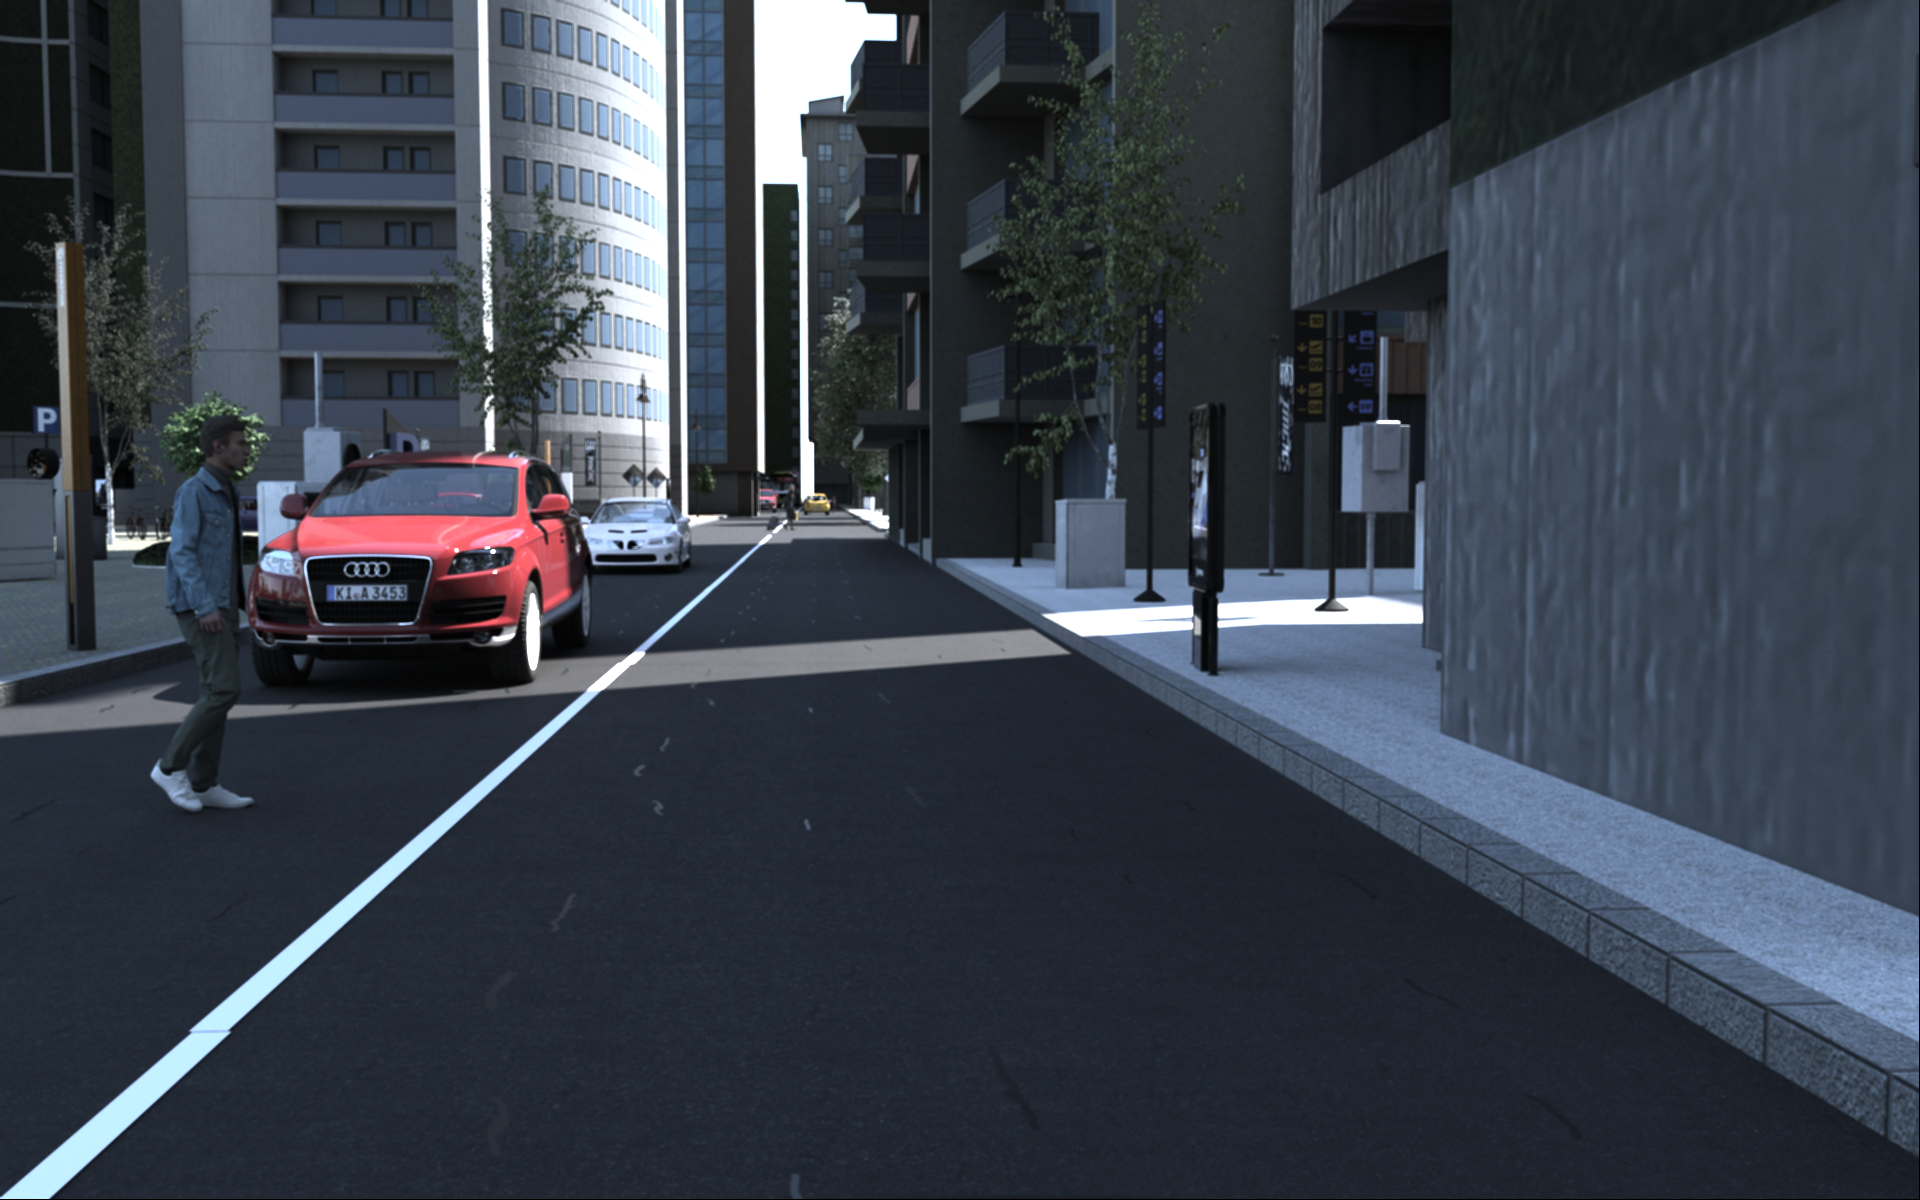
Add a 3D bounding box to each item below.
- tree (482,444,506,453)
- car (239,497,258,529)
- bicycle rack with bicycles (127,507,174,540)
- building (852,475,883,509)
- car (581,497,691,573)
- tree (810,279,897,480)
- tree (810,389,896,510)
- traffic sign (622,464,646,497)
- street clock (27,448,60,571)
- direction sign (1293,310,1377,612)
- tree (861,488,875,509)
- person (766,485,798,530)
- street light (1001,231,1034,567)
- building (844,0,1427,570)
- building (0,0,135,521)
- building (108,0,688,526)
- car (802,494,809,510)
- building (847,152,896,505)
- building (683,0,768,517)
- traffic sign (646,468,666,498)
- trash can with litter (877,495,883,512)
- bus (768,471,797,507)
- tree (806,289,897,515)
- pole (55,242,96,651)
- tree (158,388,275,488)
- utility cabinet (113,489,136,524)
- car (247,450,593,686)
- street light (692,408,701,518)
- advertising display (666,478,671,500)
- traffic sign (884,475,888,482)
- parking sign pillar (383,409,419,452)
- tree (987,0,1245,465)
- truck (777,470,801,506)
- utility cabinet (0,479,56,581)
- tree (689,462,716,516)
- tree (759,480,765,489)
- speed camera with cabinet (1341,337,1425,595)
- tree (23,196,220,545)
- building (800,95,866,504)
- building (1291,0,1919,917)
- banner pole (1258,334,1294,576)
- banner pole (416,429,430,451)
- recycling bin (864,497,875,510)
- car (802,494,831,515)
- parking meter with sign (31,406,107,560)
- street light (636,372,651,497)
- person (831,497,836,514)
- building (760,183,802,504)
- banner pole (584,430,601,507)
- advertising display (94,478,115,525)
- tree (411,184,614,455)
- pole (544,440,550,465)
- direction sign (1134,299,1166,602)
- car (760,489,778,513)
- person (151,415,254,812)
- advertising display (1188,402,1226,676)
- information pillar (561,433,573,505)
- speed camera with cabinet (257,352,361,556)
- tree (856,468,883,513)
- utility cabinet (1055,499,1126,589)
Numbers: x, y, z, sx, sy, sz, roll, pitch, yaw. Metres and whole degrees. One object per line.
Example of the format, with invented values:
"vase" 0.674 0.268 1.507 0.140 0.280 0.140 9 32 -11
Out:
"tree" -17.936 -4.398 66.507 1.663 3.219 1.824 0 3 0
"car" -24.886 -2.996 61.569 3.894 1.354 1.945 0 4 -3
"bicycle rack with bicycles" -22.094 -2.181 49.037 2.852 0.926 2.925 -3 4 -36
"building" 3.799 -19.613 165.709 27.650 21.520 28.899 0 4 -5
"car" -6.134 -1.259 32.946 2.083 1.381 4.827 0 4 -5
"tree" -2.864 -10.246 84.527 9.611 12.733 9.660 0 3 0
"tree" -8.408 -13.217 141.847 9.928 11.665 9.643 0 3 0
"traffic sign" -10.876 -3.313 57.815 0.795 2.450 0.064 0 4 -5
"street clock" -14.514 -1.401 27.472 0.471 2.002 0.358 2 4 25
"direction sign" 4.079 -1.645 18.896 0.876 3.537 0.379 1 4 8
"tree" -7.914 -9.414 148.512 1.663 3.219 1.824 0 3 0
"person" -7.017 -3.667 68.667 1.509 1.804 0.699 -3 5 -40
"street light" 1.012 -3.525 30.428 0.468 5.910 1.993 0 4 -5
"building" 8.335 -23.708 42.245 22.147 44.769 28.867 0 4 -5
"building" -47.032 -38.746 71.756 20.611 71.187 20.563 0 4 -5
"building" -24.800 -33.026 81.976 21.231 58.520 28.212 0 4 -5
"car" -13.690 -9.237 160.810 2.009 1.686 4.222 0 4 -4
"building" -6.650 -32.214 210.292 14.154 41.232 14.086 0 4 -5
"building" -19.928 -28.252 112.030 14.600 45.320 14.200 0 4 -5
"traffic sign" -11.533 -3.800 65.773 0.795 2.450 0.064 0 4 -5
"trash can with litter" -5.009 -6.862 123.248 2.233 1.210 1.678 0 4 5
"bus" -19.334 -12.119 189.699 2.896 3.916 12.252 0 4 -4
"tree" -4.299 -12.061 103.858 9.857 13.997 8.962 0 3 0
"pole" -7.233 -1.243 14.163 0.158 3.312 0.155 0 3 0
"tree" -23.122 -4.291 53.869 4.285 4.588 4.351 0 3 0
"utility cabinet" -35.580 -3.976 73.689 0.318 1.500 1.173 2 4 31
"car" -4.381 -0.369 14.714 2.281 1.827 5.304 0 4 -5
"street light" -14.181 -7.380 93.458 0.468 5.910 1.993 0 4 -5
"advertising display" -11.918 -4.013 70.825 0.123 1.923 0.974 0 4 -6
"traffic sign" -2.517 -3.844 66.494 0.795 2.450 0.064 0 4 -5
"parking sign pillar" -17.742 -4.081 55.188 1.447 3.967 1.447 1 4 23
"tree" 2.240 -4.612 25.772 4.737 8.622 4.395 0 3 0
"truck" -20.207 -13.154 203.986 2.839 4.237 11.283 0 4 -3
"utility cabinet" -13.994 -1.039 25.665 0.318 1.500 1.173 1 4 14
"tree" -15.263 -6.703 104.192 1.663 3.219 1.824 0 3 0
"tree" -23.541 -12.575 200.196 1.663 3.219 1.824 0 3 0
"speed camera with cabinet" 5.953 -1.708 22.258 2.038 3.252 0.660 -1 4 -15
"tree" -21.295 -5.706 43.657 4.360 8.622 3.978 0 3 0
"building" -7.965 -39.676 237.934 27.495 52.752 28.713 0 4 -5
"building" 9.400 -14.638 11.033 14.160 30.474 14.107 0 4 -5
"banner pole" 5.065 -2.285 27.382 0.401 3.779 0.863 3 5 41
"banner pole" -20.670 -4.685 66.623 0.863 3.779 0.401 2 4 27
"recycling bin" -7.264 -7.730 138.932 0.722 1.027 0.722 2 4 24
"car" -9.876 -6.666 119.207 2.015 1.641 3.980 0 4 -6
"parking meter with sign" -17.452 -2.310 34.037 1.738 3.016 0.543 2 4 31
"street light" -12.024 -5.696 65.923 0.468 5.910 1.993 0 4 -5
"person" -9.167 -6.845 125.084 0.362 1.253 0.373 0 4 -4
"building" -28.110 -33.396 229.611 14.086 41.232 14.154 0 4 -5
"banner pole" -14.405 -4.786 68.275 0.863 3.779 0.401 1 4 13
"advertising display" -35.119 -4.032 71.135 0.974 1.923 0.123 1 4 22
"tree" -10.301 -5.510 40.455 4.737 8.622 4.395 0 3 0
"pole" -15.603 -4.387 65.571 0.158 3.312 0.155 0 3 0
"direction sign" 2.270 -1.751 20.633 0.379 3.537 0.876 -1 4 -14
"car" -15.087 -7.598 132.902 2.281 1.827 5.304 0 4 -6
"person" -3.414 0.063 7.817 0.444 1.785 0.601 0 4 0
"advertising display" 1.790 -0.453 12.620 0.123 1.923 0.974 0 4 0
"information pillar" -15.148 -4.612 66.765 0.504 3.616 0.183 2 4 27
"speed camera with cabinet" -8.828 -1.789 23.579 0.660 3.252 2.038 0 4 5
"tree" -6.406 -9.214 134.363 4.285 4.588 4.351 0 3 0
"utility cabinet" 1.785 -0.769 23.731 1.020 1.237 0.306 -2 4 -34
